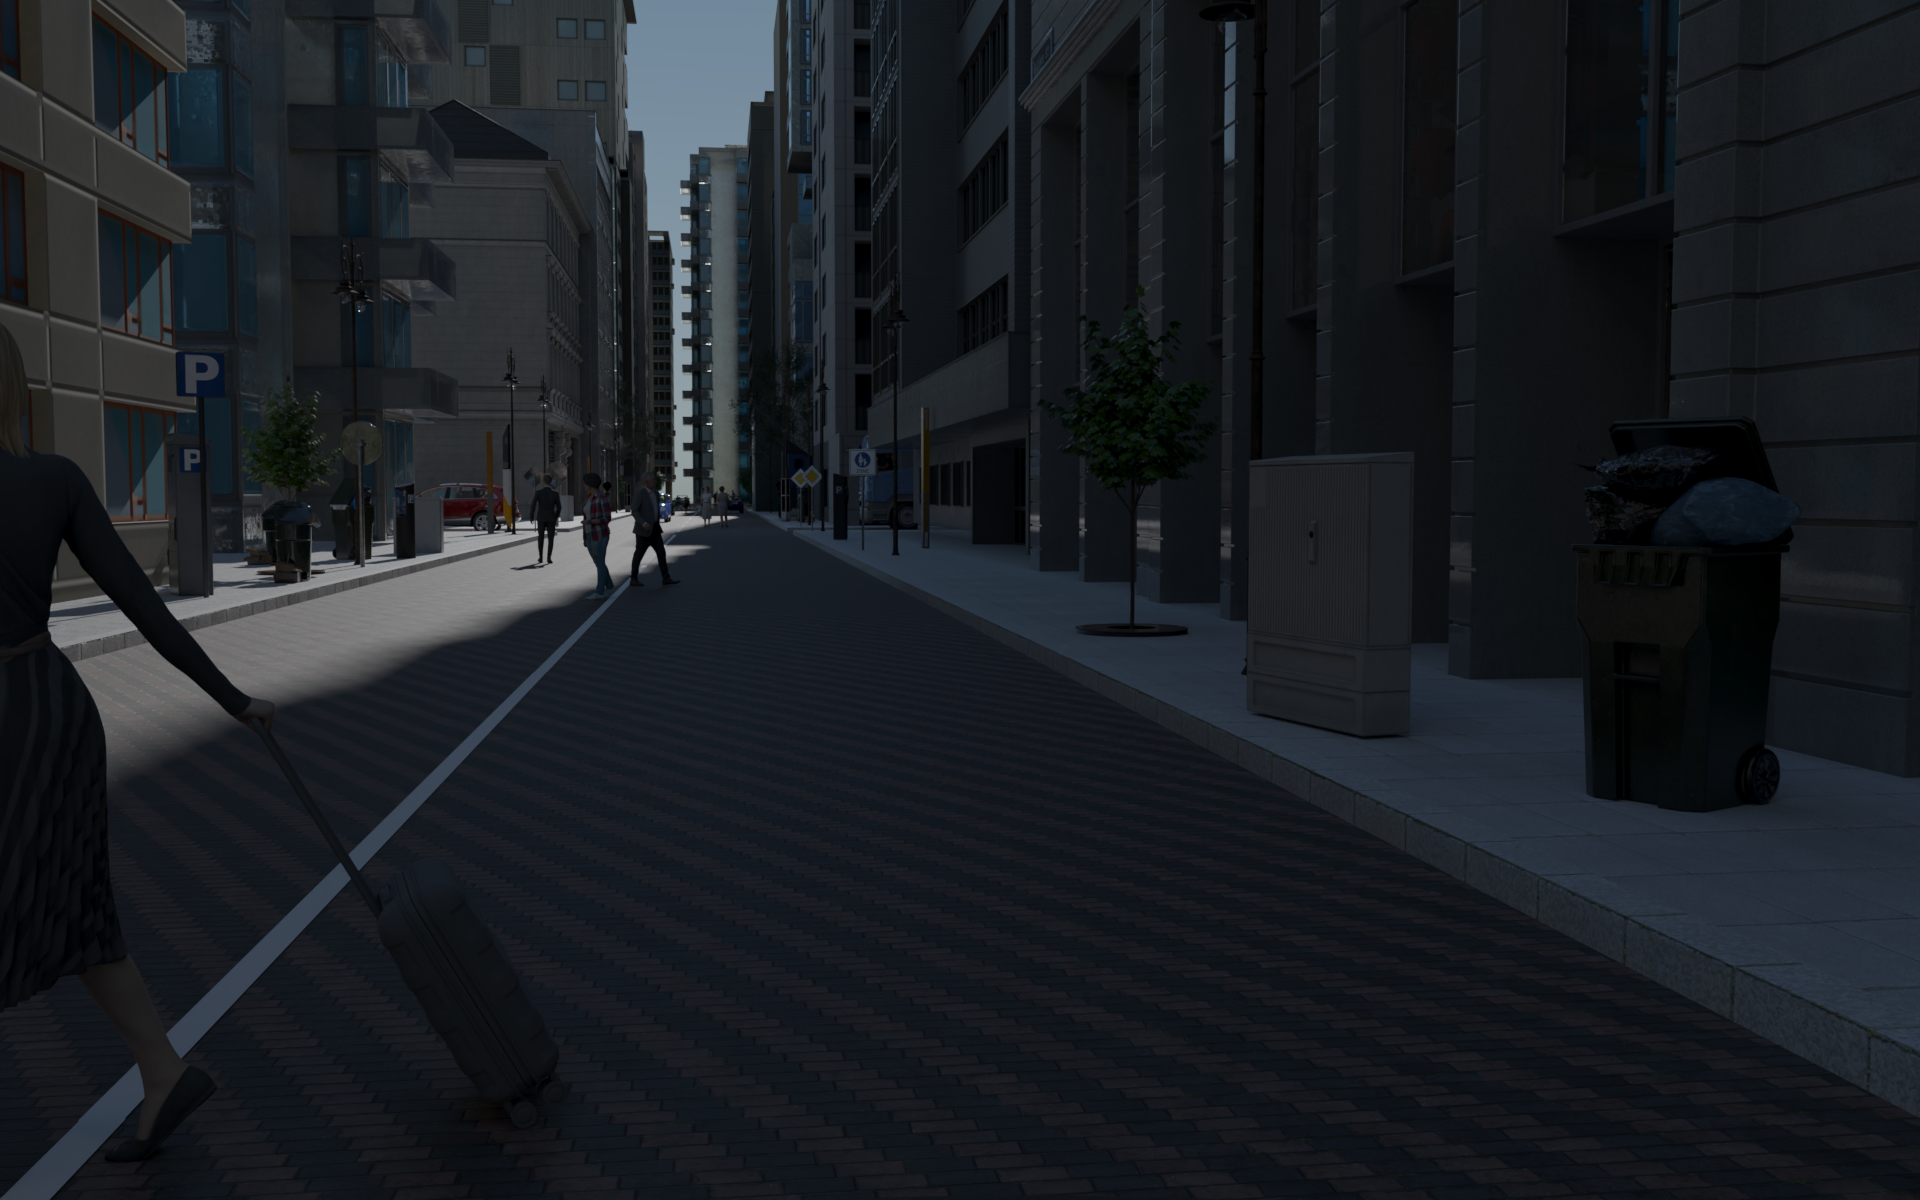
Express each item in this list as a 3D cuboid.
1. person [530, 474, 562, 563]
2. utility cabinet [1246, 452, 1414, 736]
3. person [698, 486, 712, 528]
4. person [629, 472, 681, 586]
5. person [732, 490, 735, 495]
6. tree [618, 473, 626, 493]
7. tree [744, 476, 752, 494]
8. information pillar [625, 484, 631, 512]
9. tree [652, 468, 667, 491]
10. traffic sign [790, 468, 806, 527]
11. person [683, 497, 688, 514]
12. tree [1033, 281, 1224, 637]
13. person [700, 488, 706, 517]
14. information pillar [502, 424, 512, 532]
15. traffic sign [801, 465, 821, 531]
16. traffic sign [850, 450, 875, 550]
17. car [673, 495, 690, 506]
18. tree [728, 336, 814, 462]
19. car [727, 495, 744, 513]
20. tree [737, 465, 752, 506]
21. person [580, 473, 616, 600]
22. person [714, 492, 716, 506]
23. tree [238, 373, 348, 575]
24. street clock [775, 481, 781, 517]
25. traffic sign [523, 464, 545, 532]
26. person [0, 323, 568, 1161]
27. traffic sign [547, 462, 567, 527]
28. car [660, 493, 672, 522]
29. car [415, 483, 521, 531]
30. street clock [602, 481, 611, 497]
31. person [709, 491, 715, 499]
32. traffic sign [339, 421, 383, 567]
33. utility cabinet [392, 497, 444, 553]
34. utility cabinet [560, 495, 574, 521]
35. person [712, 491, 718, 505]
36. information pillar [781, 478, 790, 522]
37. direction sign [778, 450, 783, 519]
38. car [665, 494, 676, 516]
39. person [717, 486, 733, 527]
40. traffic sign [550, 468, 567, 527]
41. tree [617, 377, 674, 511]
[{"bbox_3d":[-8.584,-1.687,35.862,0.659,1.850,0.755,-1,4,-16],"label":"person"},{"bbox_3d":[2.012,-0.055,9.571,0.318,1.500,1.173,-1,4,-21],"label":"utility cabinet"},{"bbox_3d":[-10.718,-3.907,72.943,0.480,1.755,0.524,1,4,17],"label":"person"},{"bbox_3d":[-4.785,-1.106,26.975,0.834,1.777,0.661,1,4,21],"label":"person"},{"bbox_3d":[-19.519,-8.516,148.178,0.568,1.767,0.683,0,4,7],"label":"person"},{"bbox_3d":[-26.936,-8.680,136.524,1.663,3.219,1.824,0,3,0],"label":"tree"},{"bbox_3d":[-22.126,-11.581,183.949,1.663,3.219,1.824,0,3,0],"label":"tree"},{"bbox_3d":[-23.549,-7.231,122.716,0.304,2.012,0.304,3,5,44],"label":"information pillar"},{"bbox_3d":[-38.310,-14.285,217.273,4.285,4.588,4.351,0,3,0],"label":"tree"},{"bbox_3d":[-6.225,-3.919,67.722,0.795,2.450,0.064,0,4,-8],"label":"traffic sign"},{"bbox_3d":[-20.068,-6.930,126.476,0.373,1.253,0.362,2,4,27],"label":"person"},{"bbox_3d":[1.624,-1.296,15.797,1.663,3.219,1.824,0,3,0],"label":"tree"},{"bbox_3d":[-15.903,-6.087,107.866,0.795,1.843,0.661,1,4,21],"label":"person"},{"bbox_3d":[-15.204,-4.085,58.144,0.183,3.616,0.504,-3,4,-37],"label":"information pillar"},{"bbox_3d":[-5.106,-3.436,59.815,0.795,2.450,0.064,0,4,-8],"label":"traffic sign"},{"bbox_3d":[-2.217,-2.285,39.488,0.606,2.300,0.079,0,4,-2],"label":"traffic sign"},{"bbox_3d":[-32.380,-11.574,201.813,1.945,1.354,3.894,0,4,-7],"label":"car"},{"bbox_3d":[-9.677,-10.215,101.433,8.767,10.594,7.601,0,4,4],"label":"tree"},{"bbox_3d":[-17.158,-7.191,130.148,1.945,1.354,3.894,-1,4,-9],"label":"car"},{"bbox_3d":[-23.078,-12.737,191.971,4.285,4.588,4.351,0,3,0],"label":"tree"},{"bbox_3d":[-4.904,-0.869,23.547,0.643,1.720,0.563,-3,4,-37],"label":"person"},{"bbox_3d":[-29.775,-12.294,210.973,0.593,1.643,0.415,3,4,36],"label":"person"},{"bbox_3d":[-10.648,-2.032,27.818,1.663,3.219,1.824,0,3,0],"label":"tree"},{"bbox_3d":[-10.022,-5.624,96.517,0.471,2.002,0.358,0,4,8],"label":"street clock"},{"bbox_3d":[-14.362,-3.357,58.531,0.795,2.450,0.064,0,4,-8],"label":"traffic sign"},{"bbox_3d":[-1.614,0.309,3.671,1.509,1.804,0.699,-1,4,-21],"label":"person"},{"bbox_3d":[-15.817,-4.155,68.041,0.768,2.556,0.104,0,4,-4],"label":"traffic sign"},{"bbox_3d":[-15.664,-4.819,88.386,1.945,1.707,3.694,0,4,-7],"label":"car"},{"bbox_3d":[-18.589,-3.293,62.515,5.304,1.827,2.281,0,4,-7],"label":"car"},{"bbox_3d":[-20.222,-5.791,99.248,0.471,2.002,0.358,-2,4,-24],"label":"street clock"},{"bbox_3d":[-23.478,-9.346,162.130,1.217,1.723,0.721,-1,4,-19],"label":"person"},{"bbox_3d":[-10.480,-1.847,30.310,0.768,2.556,0.104,0,4,1],"label":"traffic sign"},{"bbox_3d":[-11.784,-1.623,37.690,1.020,1.237,0.306,0,4,-5],"label":"utility cabinet"},{"bbox_3d":[-18.604,-4.333,82.005,0.306,1.237,1.020,-2,4,-34],"label":"utility cabinet"},{"bbox_3d":[-24.849,-10.279,177.076,1.217,1.766,0.721,-1,4,-16],"label":"person"},{"bbox_3d":[-8.142,-4.668,80.816,0.304,2.012,0.304,2,4,34],"label":"information pillar"},{"bbox_3d":[-9.190,-5.955,89.368,0.379,3.537,0.876,0,4,0],"label":"direction sign"},{"bbox_3d":[-19.830,-6.287,114.588,2.131,1.459,4.920,0,4,-7],"label":"car"},{"bbox_3d":[-10.160,-4.036,74.852,0.716,1.782,0.532,-1,4,-9],"label":"person"},{"bbox_3d":[-15.481,-3.841,66.437,0.795,2.450,0.064,0,4,-8],"label":"traffic sign"},{"bbox_3d":[-25.881,-12.042,131.300,8.767,10.594,7.601,0,4,-8],"label":"tree"}]
